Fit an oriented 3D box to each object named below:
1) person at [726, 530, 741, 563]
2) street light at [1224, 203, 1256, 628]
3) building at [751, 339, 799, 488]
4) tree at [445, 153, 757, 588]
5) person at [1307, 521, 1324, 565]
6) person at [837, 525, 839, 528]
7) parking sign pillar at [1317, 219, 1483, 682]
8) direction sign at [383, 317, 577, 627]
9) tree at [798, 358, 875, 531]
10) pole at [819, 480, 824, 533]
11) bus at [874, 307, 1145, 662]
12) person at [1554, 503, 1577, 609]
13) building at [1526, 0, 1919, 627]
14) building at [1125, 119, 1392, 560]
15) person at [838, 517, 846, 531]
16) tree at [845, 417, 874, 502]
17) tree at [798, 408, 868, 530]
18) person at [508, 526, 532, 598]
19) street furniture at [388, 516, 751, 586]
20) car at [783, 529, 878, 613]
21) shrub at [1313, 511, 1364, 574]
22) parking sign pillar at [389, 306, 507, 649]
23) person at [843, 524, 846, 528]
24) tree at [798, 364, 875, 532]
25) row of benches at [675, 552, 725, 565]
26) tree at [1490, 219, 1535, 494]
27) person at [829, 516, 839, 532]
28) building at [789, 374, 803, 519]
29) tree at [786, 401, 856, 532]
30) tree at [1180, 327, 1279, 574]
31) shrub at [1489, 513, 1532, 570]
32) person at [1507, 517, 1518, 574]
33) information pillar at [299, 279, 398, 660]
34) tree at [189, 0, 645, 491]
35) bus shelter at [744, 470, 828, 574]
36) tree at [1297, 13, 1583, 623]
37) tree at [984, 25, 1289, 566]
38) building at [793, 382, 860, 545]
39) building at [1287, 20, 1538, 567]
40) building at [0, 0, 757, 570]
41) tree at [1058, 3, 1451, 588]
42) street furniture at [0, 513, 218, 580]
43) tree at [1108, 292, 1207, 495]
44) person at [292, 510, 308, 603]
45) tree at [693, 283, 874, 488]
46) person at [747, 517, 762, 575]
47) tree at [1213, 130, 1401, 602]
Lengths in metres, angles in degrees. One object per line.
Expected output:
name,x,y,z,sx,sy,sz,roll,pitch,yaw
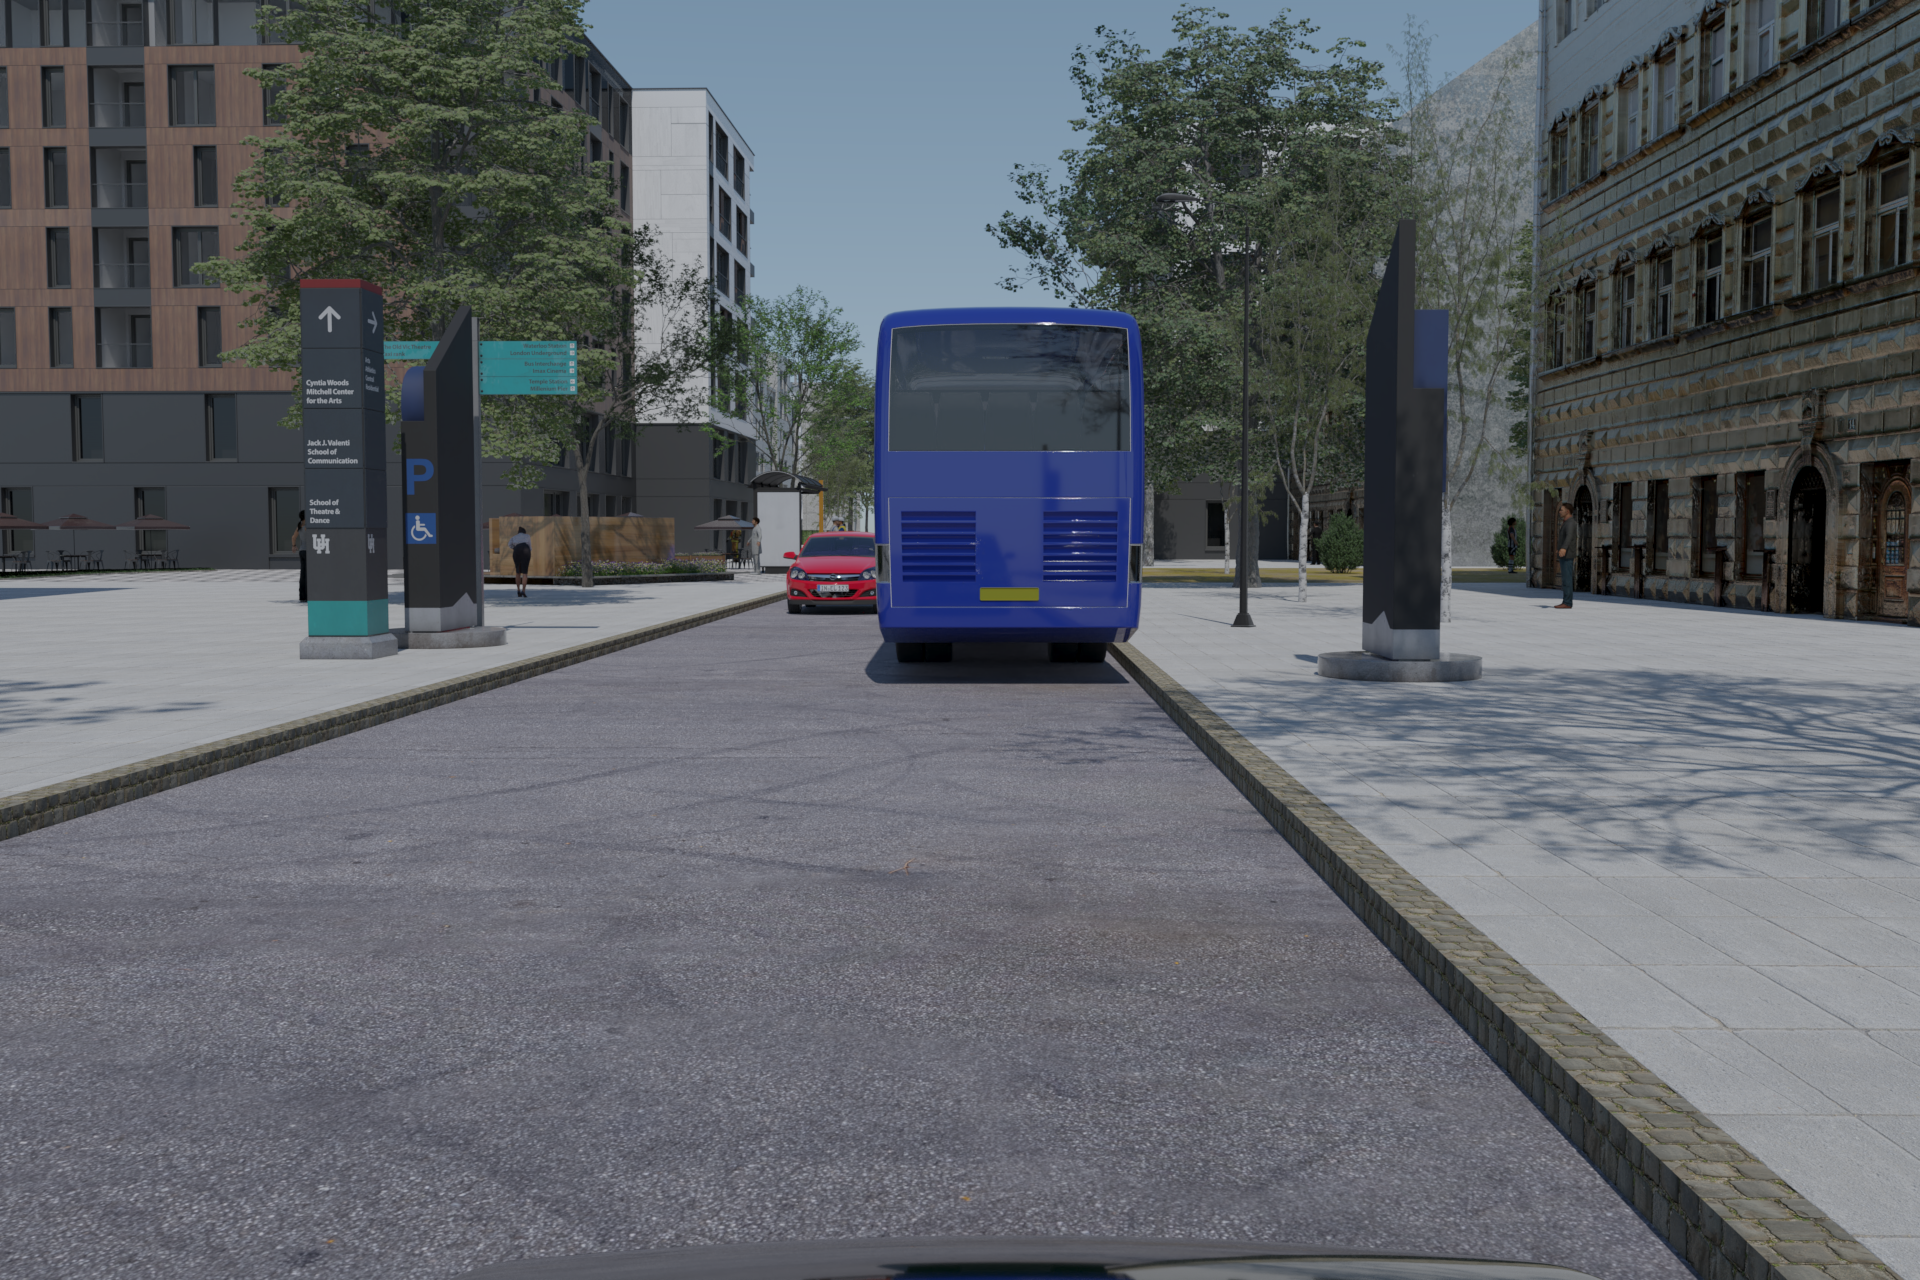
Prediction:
person,-10.160,-4.423,78.085,0.705,1.858,1.354,-2,4,-34
street light,4.458,-3.132,23.746,1.470,5.913,1.316,0,4,1
building,-26.052,-18.475,168.519,16.747,18.905,31.486,0,4,2
tree,-8.903,-6.557,41.620,8.767,10.594,7.601,0,4,3
person,14.735,-4.022,71.701,1.347,1.837,0.705,-1,4,-23
person,-4.092,-3.129,57.384,0.704,1.802,1.346,0,4,-4
parking sign pillar,3.975,-1.657,15.563,1.447,3.967,1.447,0,4,1
direction sign,-5.971,-2.033,21.998,2.525,3.948,1.411,0,4,1
tree,-6.896,-11.863,112.082,7.486,12.596,7.792,0,3,0
pole,-5.254,-4.390,65.614,0.158,3.312,0.155,0,3,0
bus,0.460,-1.872,22.155,2.896,3.916,12.251,0,3,0
person,10.414,-1.453,29.817,0.705,1.821,1.348,1,4,17
building,22.555,-12.261,31.398,19.493,23.208,18.063,0,4,1
building,23.250,-15.776,101.916,27.936,21.610,32.646,0,4,1
person,-3.824,-3.013,55.230,0.705,1.833,1.349,0,4,3
tree,-6.102,-14.229,143.015,12.009,13.543,11.850,0,3,0
tree,-6.958,-9.214,101.016,4.360,8.622,3.978,0,3,0
person,-8.888,-1.589,35.210,0.628,1.438,0.799,-3,5,-42
street furniture,-9.387,-2.448,46.886,9.812,1.723,11.010,2,4,30
car,-2.195,-1.440,32.593,2.155,1.783,4.494,0,4,1
shrub,12.402,-3.201,56.380,1.661,2.075,1.752,0,3,0
parking sign pillar,-5.983,-1.922,19.894,1.447,3.967,1.447,0,4,2
person,-5.021,-4.222,75.754,0.721,1.740,1.216,-3,4,-38
tree,-6.800,-13.147,125.330,12.009,13.543,11.850,0,3,0
row of benches,-9.766,-2.692,59.476,4.104,0.672,1.422,-3,5,-44
tree,19.092,-8.115,50.804,7.486,12.596,7.792,0,3,0
person,-3.841,-2.927,53.705,0.705,1.847,1.347,-2,4,-27
building,-23.551,-20.269,187.811,16.016,20.090,11.380,0,4,2
tree,-7.322,-8.849,95.050,4.360,8.622,3.978,0,3,0
tree,8.661,-6.450,55.826,4.360,8.622,3.978,0,3,0
shrub,19.582,-3.503,61.315,1.661,2.075,1.752,0,3,0
person,17.996,-3.071,56.360,0.704,1.843,1.345,1,4,14
information pillar,-6.369,-1.748,17.958,0.750,3.857,0.750,0,4,2
tree,-9.373,-6.876,30.552,7.486,12.596,7.792,0,3,0
bus shelter,-5.738,-3.916,57.956,2.014,3.302,5.546,0,4,3
tree,7.171,-4.572,25.107,4.360,8.622,3.978,0,3,0
tree,6.094,-12.939,67.446,12.611,20.169,13.585,0,3,0
building,-22.367,-21.481,217.664,16.747,18.905,31.486,0,4,2
building,25.431,-15.006,76.281,19.493,23.208,18.063,0,4,1
building,-25.585,-14.314,78.001,27.936,21.610,32.646,0,4,2
tree,6.790,-8.218,41.026,9.857,13.997,8.962,0,3,0
street furniture,-31.026,-2.563,46.928,14.083,1.986,27.439,2,4,34
tree,7.788,-9.954,80.880,7.486,12.596,7.792,0,3,0
person,-12.216,-1.576,32.578,1.217,1.737,0.721,3,4,38
tree,-7.372,-9.024,73.293,9.928,11.665,9.643,0,3,0
person,-6.408,-2.939,54.239,0.705,1.806,1.347,-1,4,-21
tree,6.348,-4.999,32.103,4.360,8.622,3.978,0,3,0
